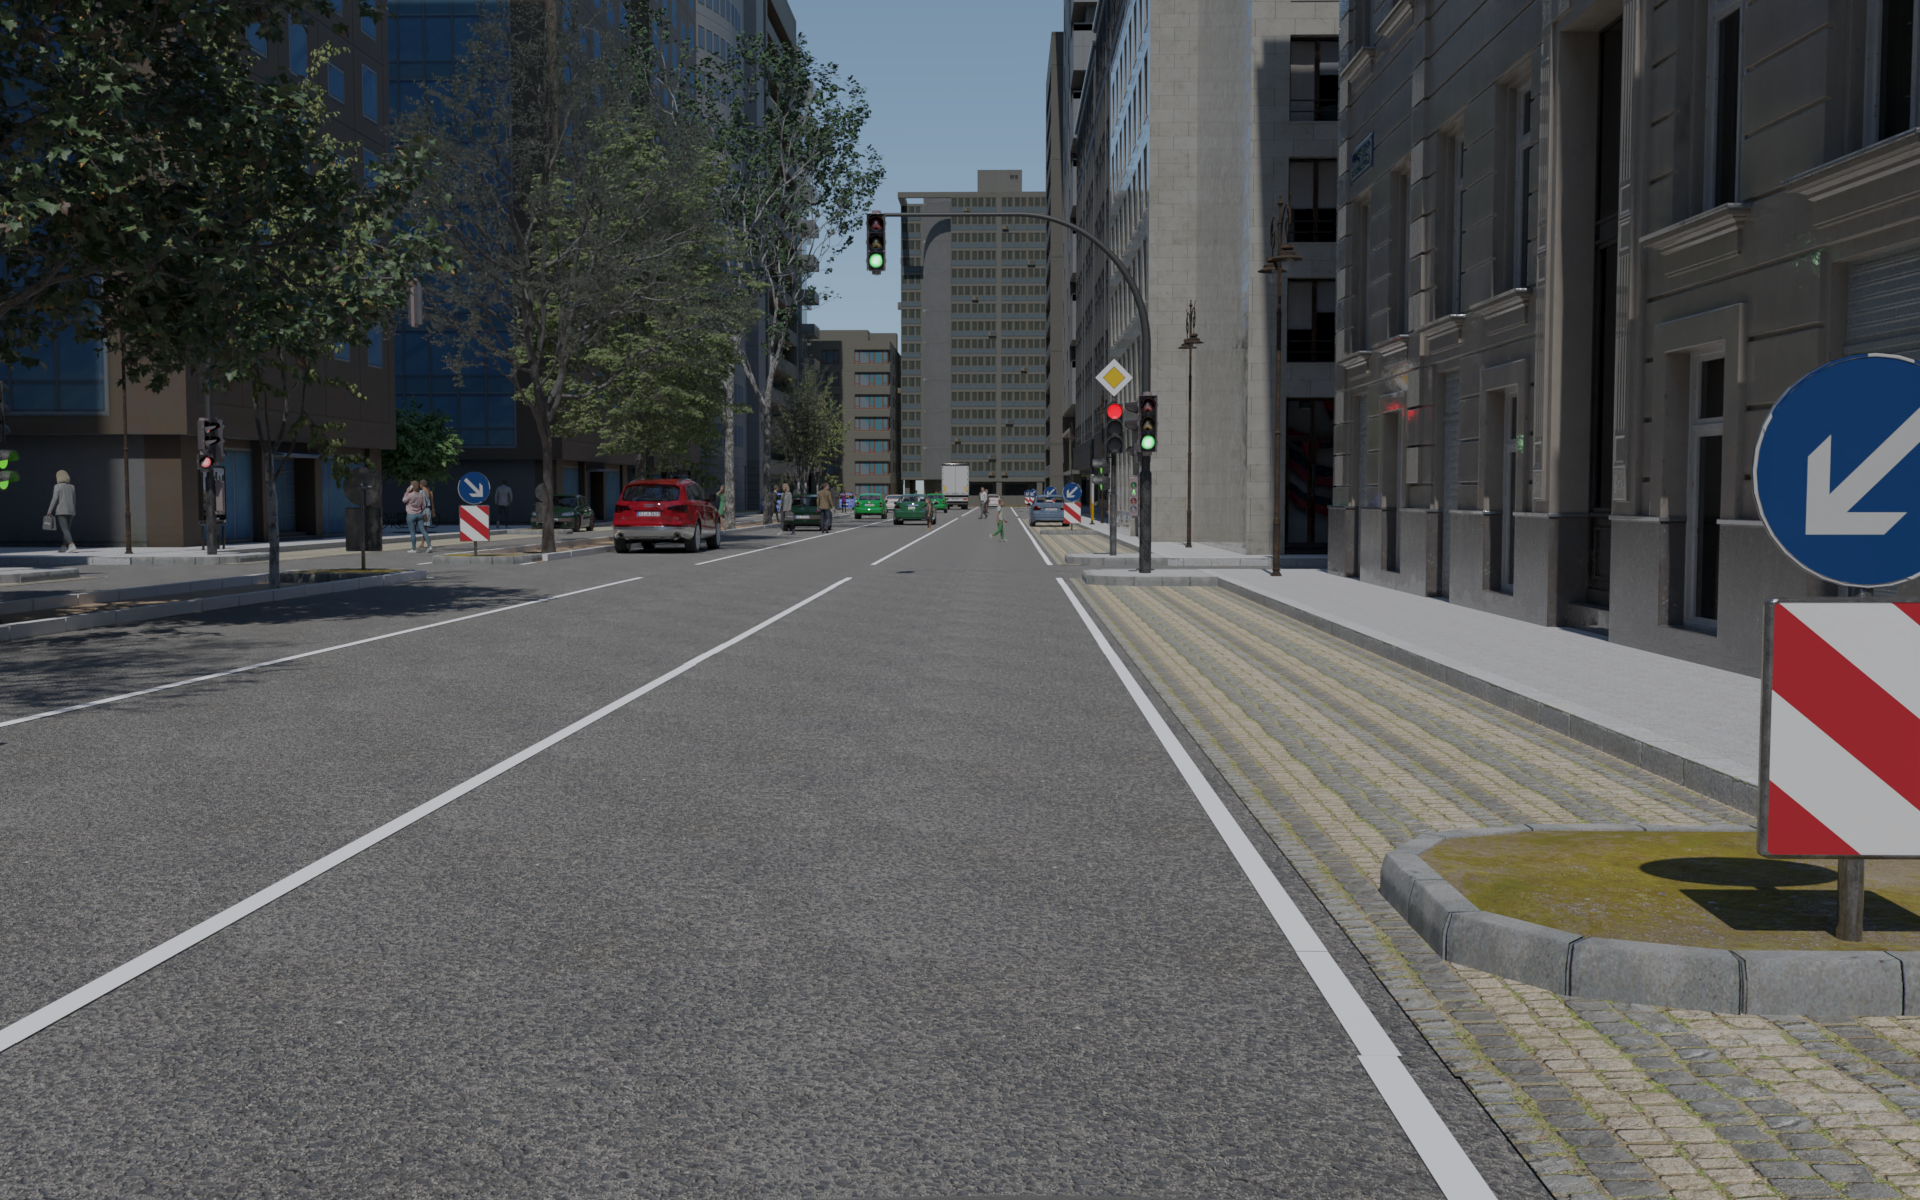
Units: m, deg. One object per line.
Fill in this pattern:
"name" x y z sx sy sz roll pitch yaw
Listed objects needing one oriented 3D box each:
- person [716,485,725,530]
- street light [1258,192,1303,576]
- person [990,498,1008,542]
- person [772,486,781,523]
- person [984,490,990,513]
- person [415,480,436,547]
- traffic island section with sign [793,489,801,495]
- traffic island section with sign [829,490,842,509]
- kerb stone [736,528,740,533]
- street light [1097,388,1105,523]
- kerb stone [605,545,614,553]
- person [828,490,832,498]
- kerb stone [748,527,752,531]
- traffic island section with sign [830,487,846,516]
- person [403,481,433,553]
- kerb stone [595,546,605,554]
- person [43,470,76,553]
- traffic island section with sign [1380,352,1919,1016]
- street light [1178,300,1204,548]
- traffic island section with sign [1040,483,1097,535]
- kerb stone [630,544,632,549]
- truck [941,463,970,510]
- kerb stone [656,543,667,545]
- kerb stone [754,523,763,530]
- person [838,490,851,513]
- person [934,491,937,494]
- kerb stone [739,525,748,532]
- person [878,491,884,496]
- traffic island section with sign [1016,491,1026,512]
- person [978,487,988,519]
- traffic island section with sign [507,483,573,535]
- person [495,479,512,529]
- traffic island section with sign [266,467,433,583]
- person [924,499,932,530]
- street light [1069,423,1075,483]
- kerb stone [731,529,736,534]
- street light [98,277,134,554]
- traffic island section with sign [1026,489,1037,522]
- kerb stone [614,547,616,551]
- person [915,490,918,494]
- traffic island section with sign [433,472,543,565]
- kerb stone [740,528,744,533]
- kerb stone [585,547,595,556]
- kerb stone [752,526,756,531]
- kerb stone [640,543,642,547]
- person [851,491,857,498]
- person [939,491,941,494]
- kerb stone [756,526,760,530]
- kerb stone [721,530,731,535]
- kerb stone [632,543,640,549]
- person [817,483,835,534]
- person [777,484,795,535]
"person" -9.272 -3.629 68.078 0.529 1.795 0.600 -2 4 -34
"street light" 4.943 -3.309 26.895 0.468 5.910 1.993 0 4 1
"person" 1.167 -2.415 52.235 0.590 1.304 0.306 -1 4 -15
"person" -9.099 -4.726 85.545 0.755 1.850 0.659 -1 4 -10
"person" 1.998 -7.284 128.151 0.434 1.755 0.990 -1 4 -13
"person" -14.172 -2.286 45.974 0.616 1.811 0.778 -3 5 -43
"traffic island section with sign" -13.009 -7.932 138.320 1.989 1.847 2.006 0 4 1
"traffic island section with sign" -12.327 -9.647 166.349 1.989 1.847 2.006 0 4 1
"kerb stone" -8.237 -2.499 63.076 0.120 0.150 1.000 0 4 1
"street light" 6.228 -6.293 75.685 0.468 5.910 1.993 0 4 1
"kerb stone" -8.741 -1.248 42.599 0.120 0.150 1.000 0 4 1
"person" -10.323 -7.696 135.046 0.721 1.735 1.217 2 4 28
"kerb stone" -8.163 -2.685 66.161 0.120 0.150 1.000 0 4 1
"traffic island section with sign" -8.109 -6.305 111.229 2.006 1.907 1.989 0 4 1
"person" -13.158 -2.019 42.106 0.643 1.750 0.593 3 4 36
"kerb stone" -8.762 -1.185 41.574 0.120 0.150 1.000 0 4 1
"person" -19.546 -1.924 37.688 0.728 1.800 0.709 2 4 28
"traffic island section with sign" 2.479 0.181 5.665 1.989 1.847 2.006 0 4 1
"street light" 5.486 -4.192 41.334 0.468 5.910 1.993 0 4 1
"traffic island section with sign" 3.836 -3.229 61.421 1.989 1.847 2.006 0 4 1
"kerb stone" -8.688 -1.370 44.648 0.120 0.150 1.000 0 4 1
"truck" -0.431 -10.628 162.683 2.839 4.237 11.283 0 3 0
"kerb stone" -8.564 -1.680 49.760 0.120 0.150 1.000 0 4 1
"kerb stone" -8.087 -2.875 69.226 0.120 0.150 1.000 0 4 1
"person" -8.801 -7.434 130.721 1.217 1.739 0.721 1 4 22
"person" -2.355 -10.046 173.531 0.721 1.735 1.217 1 4 21
"kerb stone" -8.191 -2.624 65.132 0.120 0.150 1.000 0 4 1
"person" -8.976 -11.319 194.090 0.750 1.759 0.617 -3 5 -44
"traffic island section with sign" 5.692 -7.921 138.139 1.989 1.847 2.006 0 4 1
"person" 1.310 -5.585 99.922 0.850 1.850 0.679 -3 5 -41
"traffic island section with sign" -14.889 -3.244 61.661 1.989 1.847 2.006 0 4 1
"person" -16.967 -3.577 64.371 0.661 1.843 0.795 0 4 1
"traffic island section with sign" -10.119 -1.258 28.707 2.006 1.907 1.989 0 4 1
"person" -1.277 -3.379 68.413 0.373 1.253 0.362 -1 4 -23
"street light" 7.142 -8.436 110.720 0.468 5.910 1.993 0 4 1
"kerb stone" -8.263 -2.438 62.049 0.120 0.150 1.000 0 4 1
"street light" -17.812 -3.924 36.943 0.468 5.910 1.993 0 4 1
"traffic island section with sign" 4.499 -4.877 88.368 1.989 1.847 2.006 0 4 1
"kerb stone" -8.718 -1.306 43.625 0.120 0.150 1.000 0 4 1
"person" -4.065 -9.429 162.742 0.705 1.814 1.350 2 4 27
"traffic island section with sign" -9.929 -1.711 36.112 2.006 1.907 1.989 0 4 1
"kerb stone" -8.217 -2.557 64.108 0.120 0.150 1.000 0 4 1
"kerb stone" -8.788 -1.118 40.551 0.120 0.150 1.000 0 4 1
"kerb stone" -8.136 -2.747 67.183 0.120 0.150 1.000 0 4 1
"kerb stone" -8.637 -1.498 46.691 0.120 0.150 1.000 0 4 1
"person" -11.440 -10.630 183.011 1.217 1.736 0.721 -1 4 -10
"person" -2.039 -10.268 177.207 1.217 1.723 0.721 -1 4 -10
"kerb stone" -8.112 -2.812 68.204 0.120 0.150 1.000 0 4 1
"kerb stone" -8.282 -2.371 61.021 0.120 0.150 1.000 0 4 1
"kerb stone" -8.660 -1.436 45.669 0.120 0.150 1.000 0 4 1
"person" -4.879 -3.340 63.023 0.656 1.842 0.836 0 4 -7
"person" -6.060 -3.196 60.945 0.728 1.800 0.709 -3 5 -45
